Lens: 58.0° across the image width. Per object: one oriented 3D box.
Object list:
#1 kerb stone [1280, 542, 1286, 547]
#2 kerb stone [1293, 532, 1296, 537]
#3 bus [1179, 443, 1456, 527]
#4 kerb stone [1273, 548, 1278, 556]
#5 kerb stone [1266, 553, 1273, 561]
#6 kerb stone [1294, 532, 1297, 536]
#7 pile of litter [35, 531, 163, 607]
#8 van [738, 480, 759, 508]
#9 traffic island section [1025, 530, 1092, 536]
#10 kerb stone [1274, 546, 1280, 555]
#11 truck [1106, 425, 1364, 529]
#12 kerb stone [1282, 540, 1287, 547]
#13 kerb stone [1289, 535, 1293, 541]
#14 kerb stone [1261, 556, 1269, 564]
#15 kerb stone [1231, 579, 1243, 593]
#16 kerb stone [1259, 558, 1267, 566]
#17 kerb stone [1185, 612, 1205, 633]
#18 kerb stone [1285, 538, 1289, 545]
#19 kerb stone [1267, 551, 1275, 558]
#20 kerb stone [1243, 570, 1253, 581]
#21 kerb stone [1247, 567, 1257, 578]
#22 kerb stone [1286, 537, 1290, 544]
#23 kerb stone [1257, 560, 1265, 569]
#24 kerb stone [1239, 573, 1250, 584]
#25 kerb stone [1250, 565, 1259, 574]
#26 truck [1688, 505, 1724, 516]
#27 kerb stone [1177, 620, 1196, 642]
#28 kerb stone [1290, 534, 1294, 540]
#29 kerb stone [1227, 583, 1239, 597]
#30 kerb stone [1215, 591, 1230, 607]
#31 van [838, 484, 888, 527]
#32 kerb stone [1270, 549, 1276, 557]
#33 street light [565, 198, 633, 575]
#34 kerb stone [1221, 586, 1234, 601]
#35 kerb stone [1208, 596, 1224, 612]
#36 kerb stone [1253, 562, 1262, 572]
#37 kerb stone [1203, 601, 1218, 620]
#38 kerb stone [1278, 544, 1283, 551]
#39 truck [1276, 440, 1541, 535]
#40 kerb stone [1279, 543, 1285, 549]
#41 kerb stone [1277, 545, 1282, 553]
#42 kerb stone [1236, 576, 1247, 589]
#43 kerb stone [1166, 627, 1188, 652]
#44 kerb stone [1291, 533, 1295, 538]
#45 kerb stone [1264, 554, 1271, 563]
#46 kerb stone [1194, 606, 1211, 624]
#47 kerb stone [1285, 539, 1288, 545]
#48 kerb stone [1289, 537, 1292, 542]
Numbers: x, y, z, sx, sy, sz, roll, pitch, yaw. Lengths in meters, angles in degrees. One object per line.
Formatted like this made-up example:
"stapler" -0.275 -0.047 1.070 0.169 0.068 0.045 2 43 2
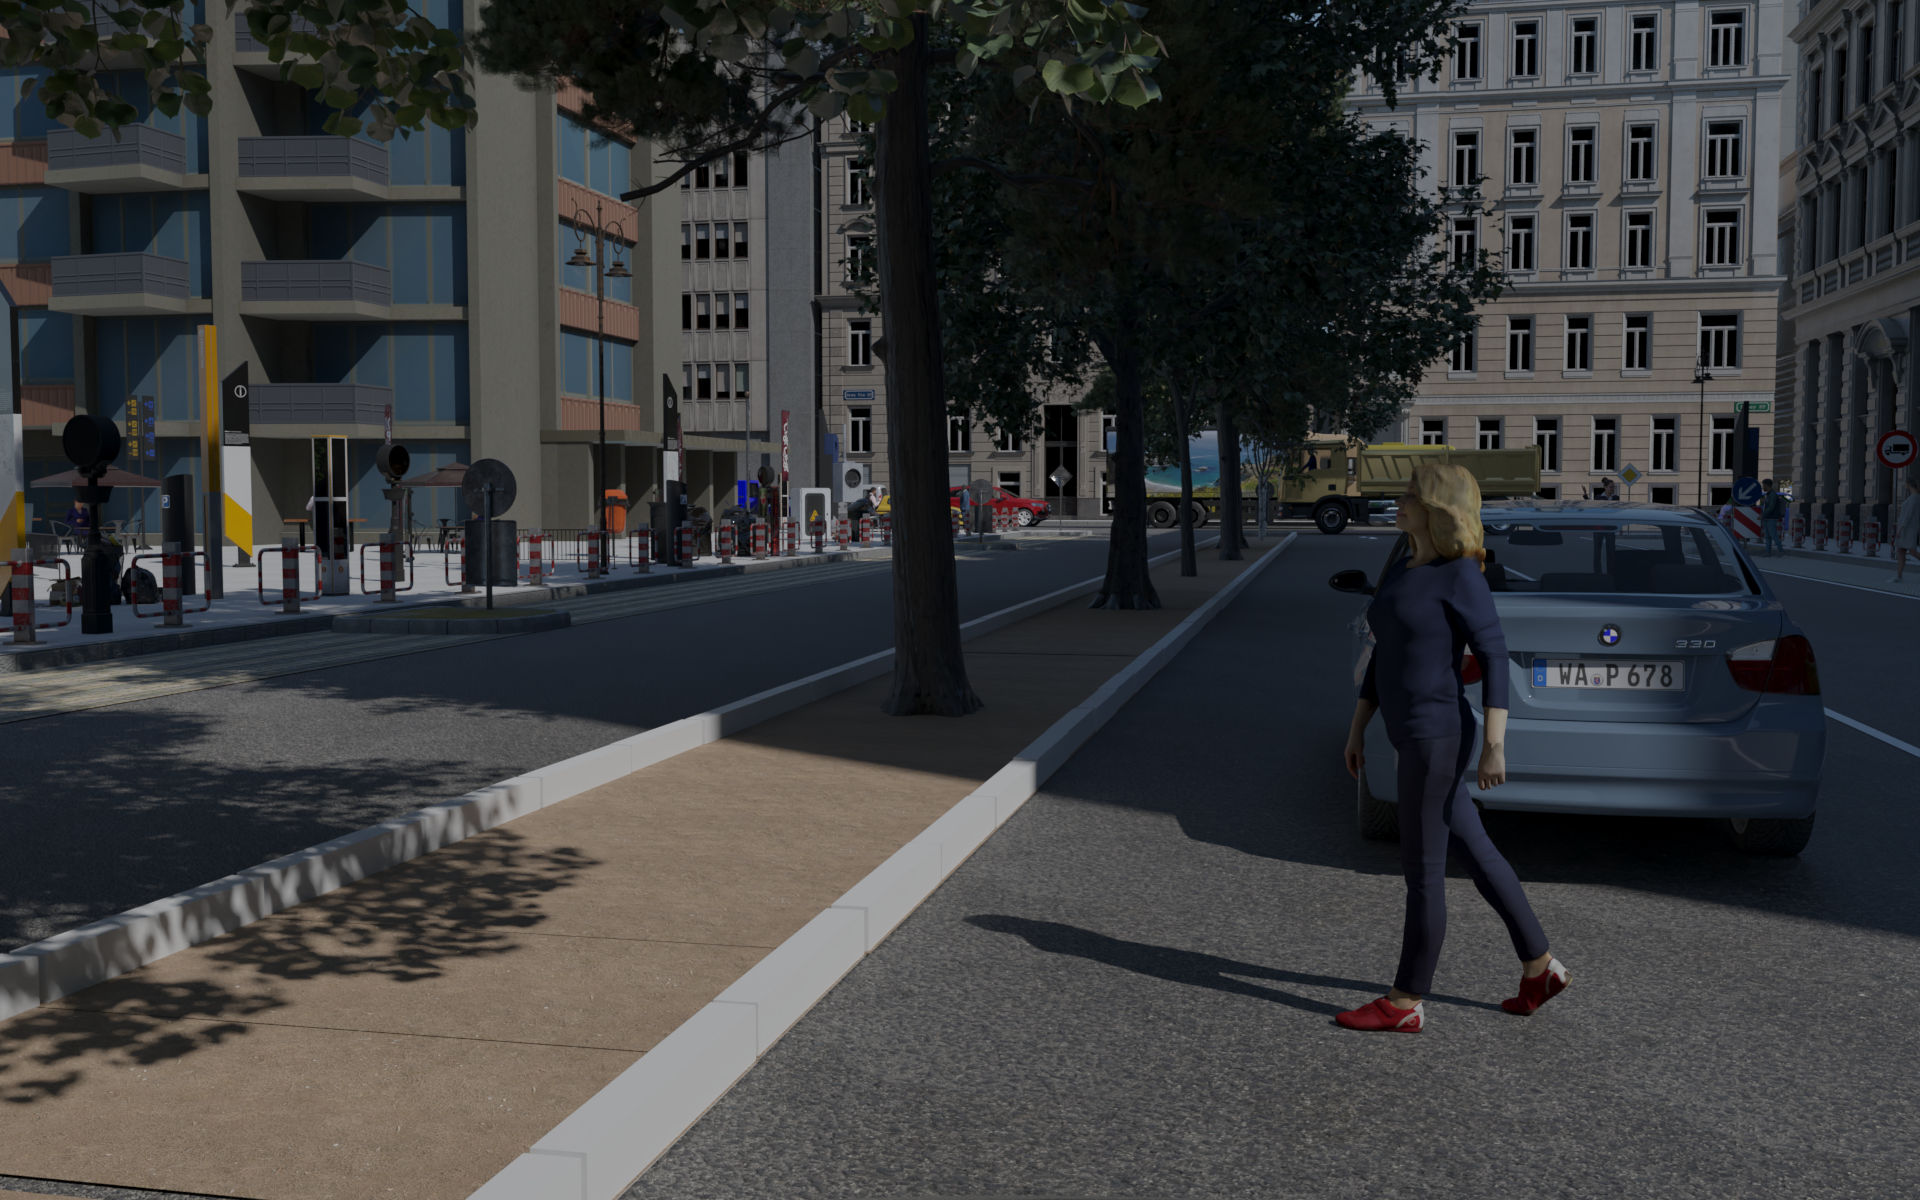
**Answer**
"kerb stone" 8.139 -1.332 44.020 0.120 0.150 1.000 1 4 12
"kerb stone" 10.335 -1.945 54.063 0.120 0.150 1.000 1 4 12
"bus" 15.601 -5.220 76.897 12.252 3.916 2.896 1 4 10
"kerb stone" 7.029 -1.027 38.990 0.120 0.150 1.000 1 4 12
"kerb stone" 6.368 -0.840 35.963 0.120 0.150 1.000 1 4 12
"kerb stone" 10.562 -2.010 55.062 0.120 0.150 1.000 1 4 12
"pile of litter" -10.074 -0.380 20.179 1.719 0.858 1.176 -2 4 -24
"van" -11.465 -4.397 76.282 5.245 2.365 2.240 1 4 13
"traffic island section" 3.449 -2.295 59.796 2.009 0.180 2.903 1 4 12
"kerb stone" 7.248 -1.088 39.992 0.120 0.150 1.000 1 4 12
"truck" 11.768 -5.058 71.611 11.283 4.237 2.839 1 4 14
"kerb stone" 8.362 -1.396 45.023 0.120 0.150 1.000 1 4 12
"kerb stone" 9.673 -1.764 51.057 0.120 0.150 1.000 1 4 12
"kerb stone" 5.925 -0.719 33.956 0.120 0.150 1.000 1 4 12
"kerb stone" 3.947 -0.165 24.931 0.120 0.150 1.000 1 4 12
"kerb stone" 5.707 -0.658 32.955 0.120 0.150 1.000 1 4 12
"kerb stone" 2.405 0.262 17.915 0.120 0.150 1.000 1 4 12
"kerb stone" 8.800 -1.519 47.033 0.120 0.150 1.000 1 4 12
"kerb stone" 6.593 -0.904 36.975 0.120 0.150 1.000 1 4 12
"kerb stone" 4.607 -0.352 27.943 0.120 0.150 1.000 1 4 12
"kerb stone" 4.829 -0.413 28.944 0.120 0.150 1.000 1 4 12
"kerb stone" 9.013 -1.578 48.041 0.120 0.150 1.000 1 4 12
"kerb stone" 5.488 -0.597 31.950 0.120 0.150 1.000 1 4 12
"kerb stone" 4.385 -0.290 26.942 0.120 0.150 1.000 1 4 12
"kerb stone" 5.047 -0.474 29.945 0.120 0.150 1.000 1 4 12
"truck" 38.191 -4.818 68.537 18.799 4.110 2.967 1 4 14
"kerb stone" 2.182 0.331 16.915 0.120 0.150 1.000 1 4 12
"kerb stone" 9.895 -1.827 52.061 0.120 0.150 1.000 1 4 12
"kerb stone" 3.726 -0.102 23.930 0.120 0.150 1.000 1 4 12
"kerb stone" 3.289 0.017 21.919 0.120 0.150 1.000 1 4 12
"van" -5.171 -4.212 75.869 4.112 2.044 2.013 1 4 11
"kerb stone" 6.802 -0.966 37.983 0.120 0.150 1.000 1 4 12
"street light" -5.669 -3.340 27.393 0.468 5.910 1.993 1 4 12
"kerb stone" 3.506 -0.044 22.920 0.120 0.150 1.000 1 4 12
"kerb stone" 3.059 0.081 20.919 0.120 0.150 1.000 1 4 12
"kerb stone" 5.262 -0.535 30.948 0.120 0.150 1.000 1 4 12
"kerb stone" 2.845 0.142 19.916 0.120 0.150 1.000 1 4 12
"kerb stone" 7.699 -1.212 42.004 0.120 0.150 1.000 1 4 12
"truck" 15.413 -4.021 61.671 9.791 3.379 3.469 1 4 12
"kerb stone" 7.921 -1.273 43.013 0.120 0.150 1.000 1 4 12
"kerb stone" 7.480 -1.150 41.003 0.120 0.150 1.000 1 4 12
"kerb stone" 4.169 -0.228 25.931 0.120 0.150 1.000 1 4 12
"kerb stone" 1.965 0.388 15.905 0.120 0.150 1.000 1 4 12
"kerb stone" 10.120 -1.888 53.061 0.120 0.150 1.000 1 4 12
"kerb stone" 6.141 -0.781 34.958 0.120 0.150 1.000 1 4 12
"kerb stone" 2.618 0.201 18.917 0.120 0.150 1.000 1 4 12
"kerb stone" 8.572 -1.458 46.026 0.120 0.150 1.000 1 4 12
"kerb stone" 9.243 -1.631 49.040 0.120 0.150 1.000 1 4 12
